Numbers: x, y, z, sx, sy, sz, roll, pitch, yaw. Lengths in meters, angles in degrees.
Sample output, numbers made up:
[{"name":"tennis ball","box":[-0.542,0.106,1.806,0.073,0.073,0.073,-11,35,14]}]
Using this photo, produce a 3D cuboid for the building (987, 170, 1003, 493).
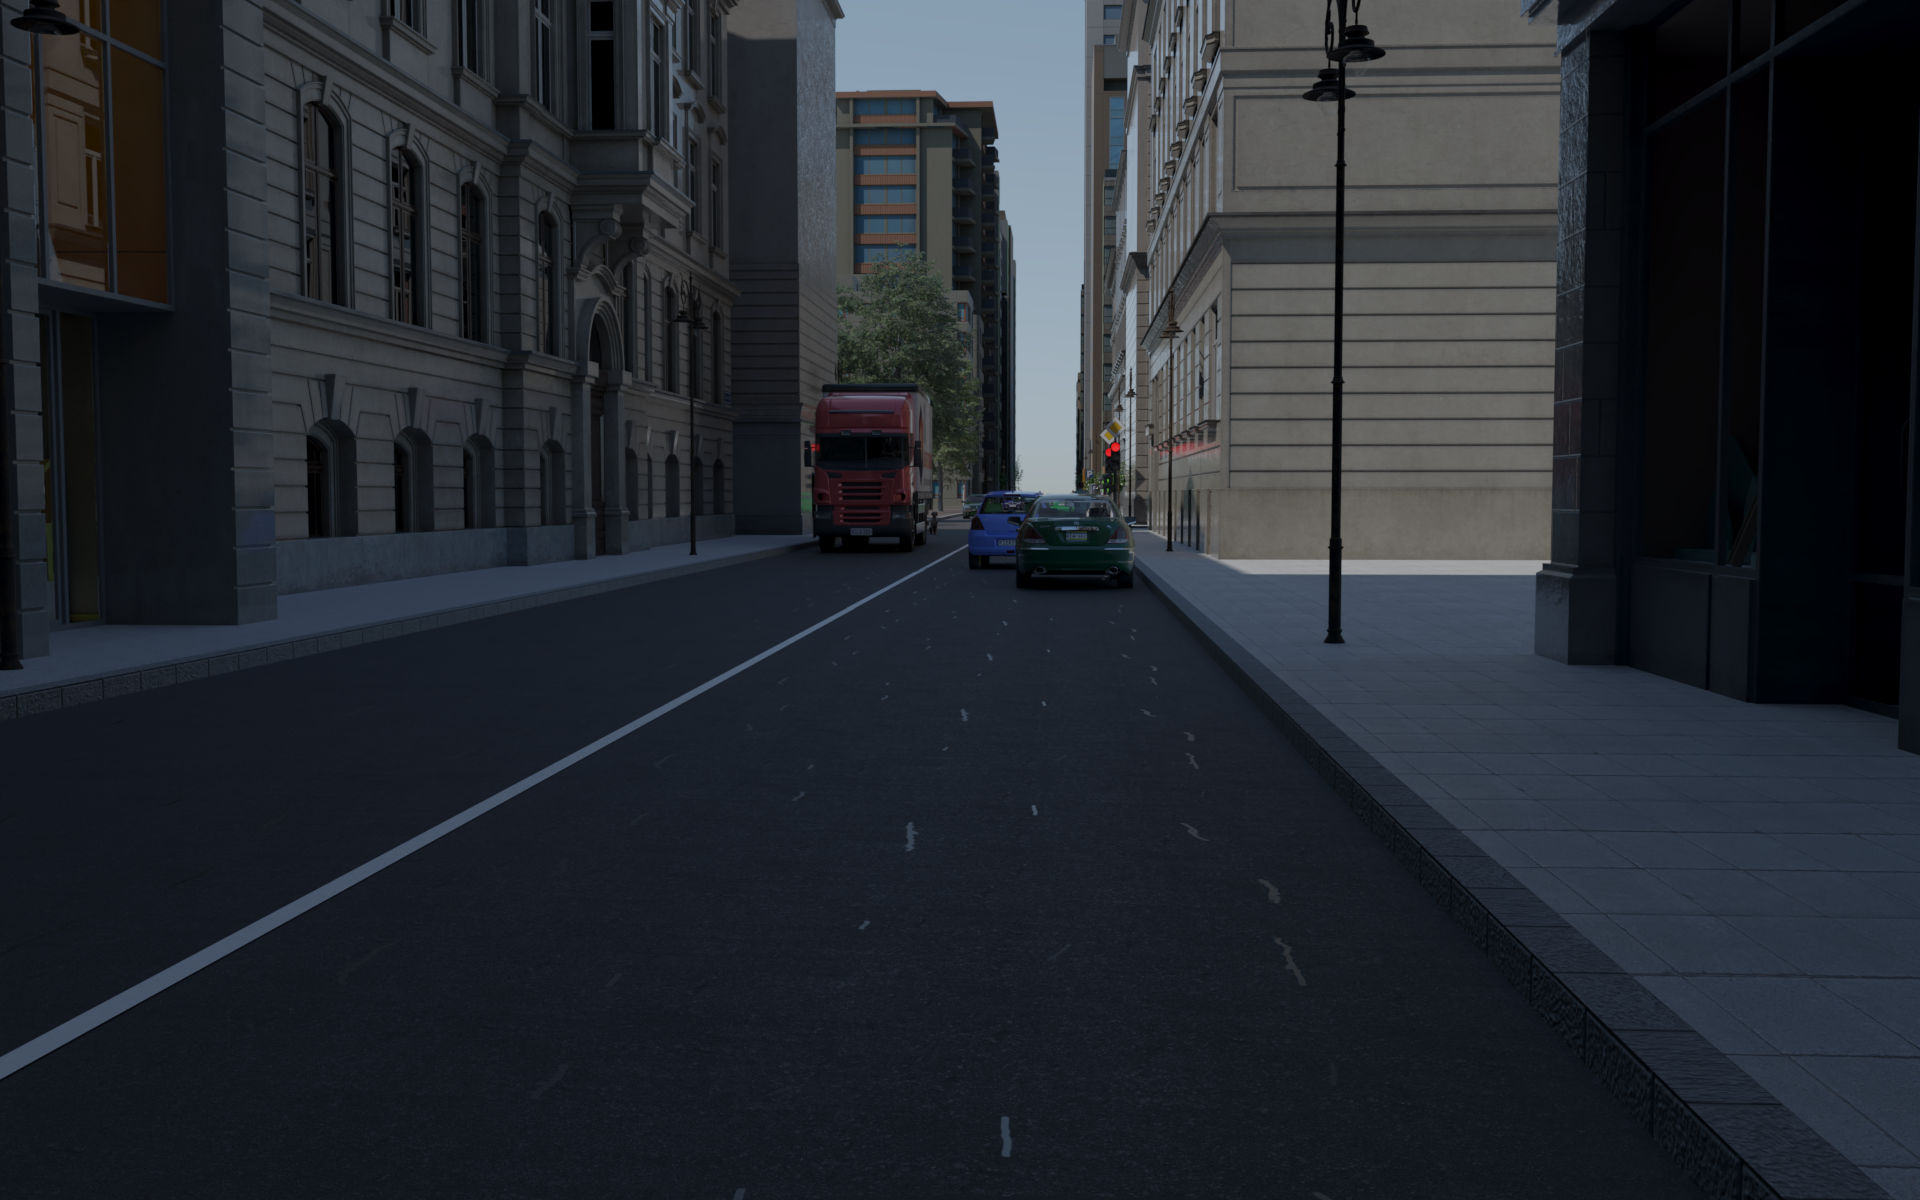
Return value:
[{"name":"building","box":[-2.387,-32.384,213.070,14.154,41.232,14.086,0,4,3]}]

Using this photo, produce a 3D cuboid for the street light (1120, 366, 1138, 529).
[{"name":"street light","box":[6.156,-5.492,62.578,0.468,5.910,1.993,0,4,3]}]

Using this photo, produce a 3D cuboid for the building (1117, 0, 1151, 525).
[{"name":"building","box":[19.610,-17.028,75.668,25.104,27.353,12.463,0,4,3]}]

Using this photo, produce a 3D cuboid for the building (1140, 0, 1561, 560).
[{"name":"building","box":[13.136,-13.065,46.896,16.112,22.955,30.059,0,4,3]}]

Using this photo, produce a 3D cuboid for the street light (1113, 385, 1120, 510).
[{"name":"street light","box":[6.744,-6.158,73.477,0.468,5.910,1.993,0,4,3]}]

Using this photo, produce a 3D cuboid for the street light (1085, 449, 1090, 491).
[{"name":"street light","box":[11.251,-10.825,149.778,0.468,5.910,1.993,0,4,3]}]

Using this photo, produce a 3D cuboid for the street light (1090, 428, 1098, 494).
[{"name":"street light","box":[9.529,-9.086,121.340,0.468,5.910,1.993,0,4,3]}]

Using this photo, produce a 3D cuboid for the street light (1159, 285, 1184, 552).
[{"name":"street light","box":[4.679,-4.018,38.487,0.468,5.910,1.993,0,4,3]}]

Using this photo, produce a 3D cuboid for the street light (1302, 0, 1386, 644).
[{"name":"street light","box":[3.228,-2.567,14.756,0.468,5.910,1.993,0,4,3]}]

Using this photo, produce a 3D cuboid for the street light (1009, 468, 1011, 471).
[{"name":"street light","box":[7.378,-17.255,254.898,0.468,5.910,1.993,0,4,3]}]

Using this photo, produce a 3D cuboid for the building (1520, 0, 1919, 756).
[{"name":"building","box":[8.953,-9.832,11.662,10.553,20.767,40.483,0,4,3]}]

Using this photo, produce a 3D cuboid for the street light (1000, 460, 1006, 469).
[{"name":"street light","box":[5.891,-15.803,231.169,0.468,5.910,1.993,0,4,3]}]

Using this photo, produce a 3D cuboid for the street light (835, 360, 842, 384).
[{"name":"street light","box":[-4.192,-5.332,59.968,0.468,5.910,1.993,0,4,3]}]

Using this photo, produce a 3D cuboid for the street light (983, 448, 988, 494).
[{"name":"street light","box":[2.509,-12.178,171.896,0.468,5.910,1.993,0,4,3]}]

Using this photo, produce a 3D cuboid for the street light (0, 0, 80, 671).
[{"name":"street light","box":[-6.956,-2.429,12.498,0.468,5.910,1.993,0,4,3]}]

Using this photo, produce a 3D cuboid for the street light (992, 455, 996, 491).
[{"name":"street light","box":[3.862,-13.640,195.796,0.468,5.910,1.993,0,4,3]}]

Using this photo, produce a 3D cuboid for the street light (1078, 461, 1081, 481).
[{"name":"street light","box":[14.074,-13.773,197.968,0.468,5.910,1.993,0,4,3]}]

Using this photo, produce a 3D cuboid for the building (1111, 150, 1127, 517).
[{"name":"building","box":[13.496,-15.102,96.070,9.793,20.994,18.267,0,4,3]}]

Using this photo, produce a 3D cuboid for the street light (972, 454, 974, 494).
[{"name":"street light","box":[1.089,-10.726,148.163,0.468,5.910,1.993,0,4,3]}]

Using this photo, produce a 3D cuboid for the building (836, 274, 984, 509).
[{"name":"building","box":[-12.260,-19.412,162.419,27.650,21.520,28.899,0,4,3]}]

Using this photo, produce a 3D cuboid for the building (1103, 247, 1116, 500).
[{"name":"building","box":[14.987,-15.302,114.813,10.561,19.102,19.286,0,4,3]}]

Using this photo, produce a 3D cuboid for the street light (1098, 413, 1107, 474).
[{"name":"street light","box":[8.170,-7.610,97.210,0.468,5.910,1.993,0,4,3]}]

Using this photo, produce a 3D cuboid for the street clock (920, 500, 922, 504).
[{"name":"street clock","box":[-2.479,-6.562,111.858,0.471,2.002,0.358,2,4,25]}]

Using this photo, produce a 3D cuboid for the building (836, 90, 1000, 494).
[{"name":"building","box":[-6.989,-32.766,190.356,22.147,44.769,28.867,0,4,3]}]

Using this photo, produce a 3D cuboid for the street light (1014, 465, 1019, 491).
[{"name":"street light","box":[8.771,-18.706,278.633,0.468,5.910,1.993,0,4,3]}]

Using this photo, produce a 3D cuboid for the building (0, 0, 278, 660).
[{"name":"building","box":[-13.235,-13.761,2.494,11.434,29.767,29.804,0,4,3]}]

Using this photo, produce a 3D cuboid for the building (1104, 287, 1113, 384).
[{"name":"building","box":[17.237,-18.265,134.791,11.583,22.565,21.152,0,4,3]}]

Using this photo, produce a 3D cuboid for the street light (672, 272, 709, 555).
[{"name":"street light","box":[-5.607,-3.881,36.235,0.468,5.910,1.993,0,4,3]}]

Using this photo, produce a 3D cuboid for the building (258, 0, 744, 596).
[{"name":"building","box":[-12.926,-13.199,34.890,14.460,24.649,34.723,0,4,3]}]

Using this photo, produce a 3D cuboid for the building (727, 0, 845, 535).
[{"name":"building","box":[-13.547,-12.814,58.663,18.267,20.994,9.793,0,4,3]}]

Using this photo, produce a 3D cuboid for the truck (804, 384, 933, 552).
[{"name":"truck","box":[-2.211,-3.511,46.325,2.839,4.237,11.283,0,4,2]}]

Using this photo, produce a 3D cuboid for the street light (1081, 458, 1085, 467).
[{"name":"street light","box":[12.608,-12.290,173.723,0.468,5.910,1.993,0,4,3]}]
